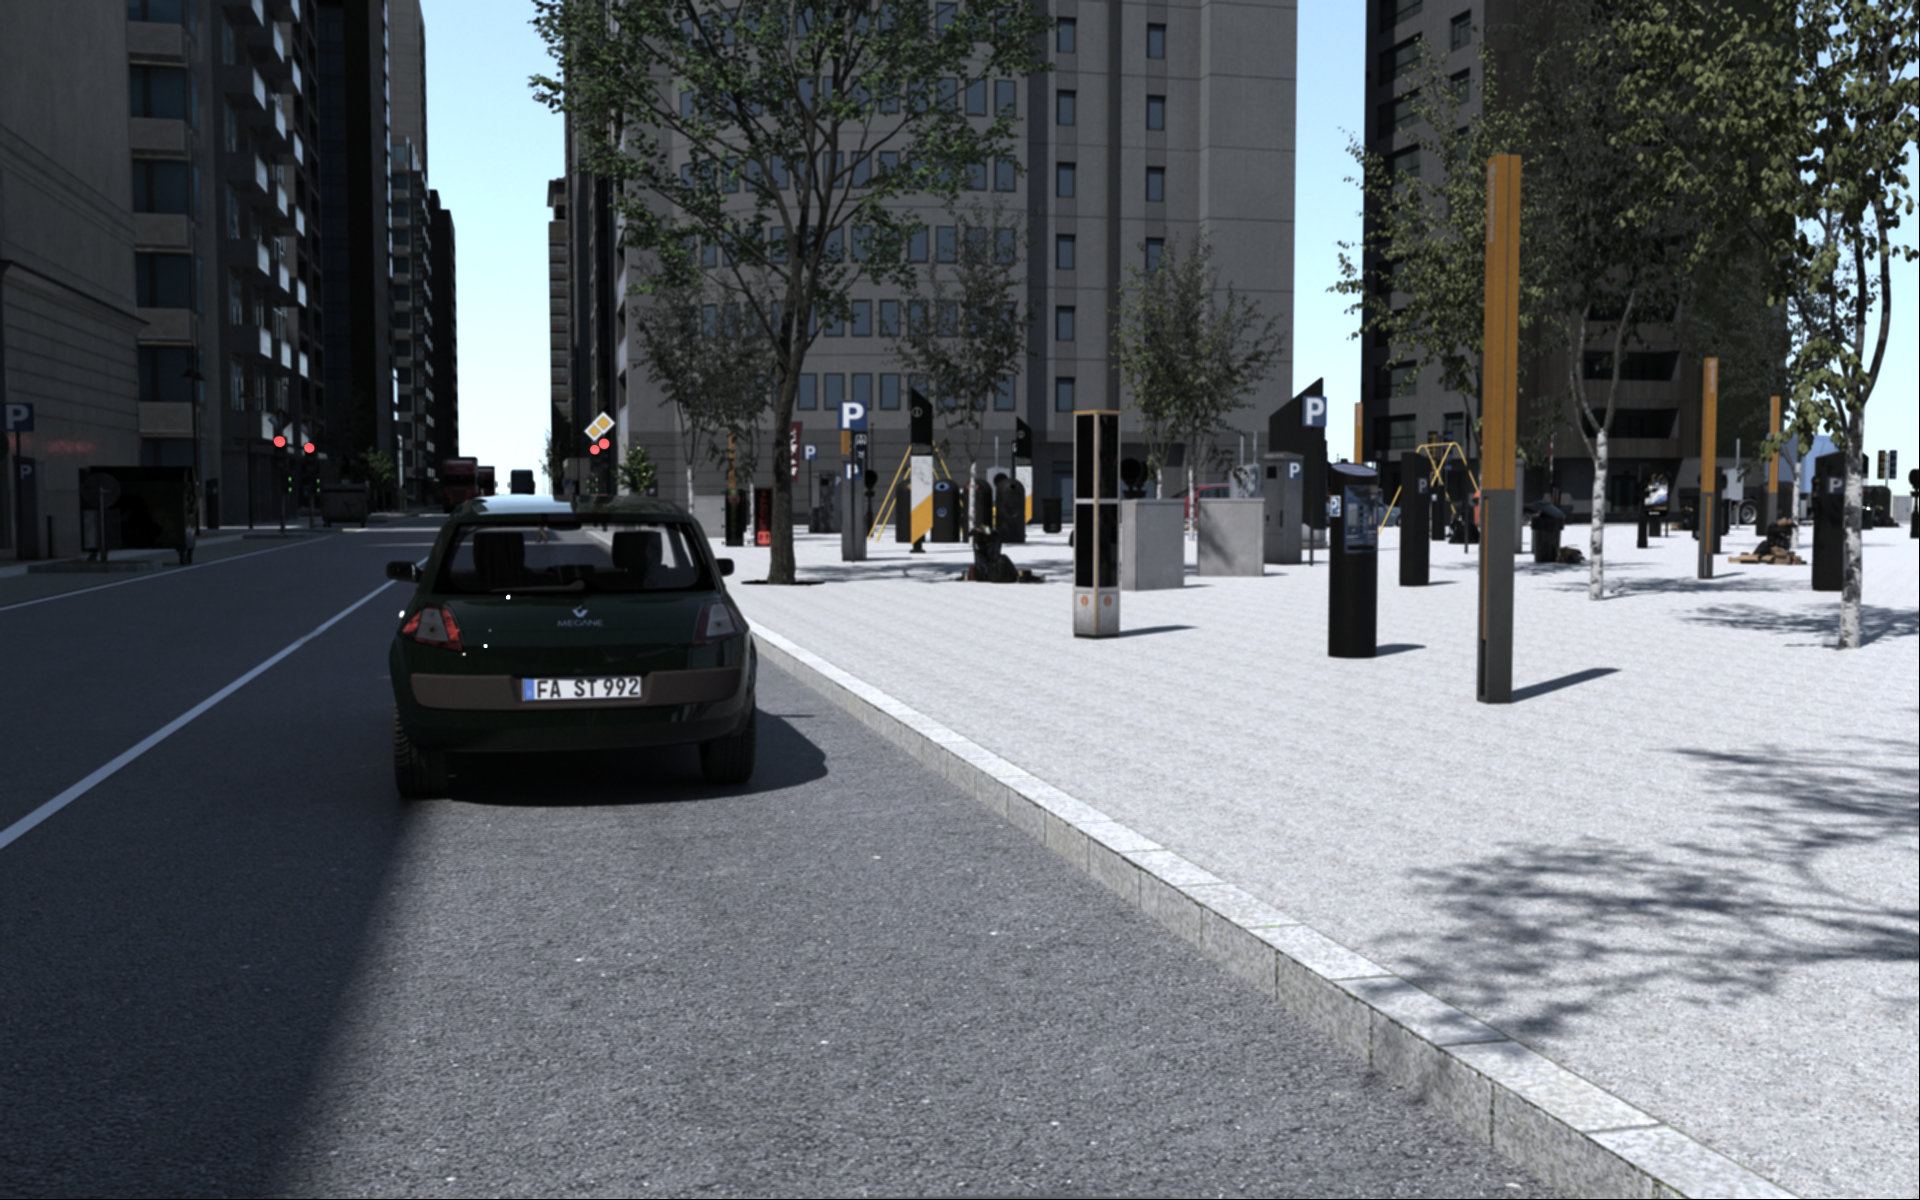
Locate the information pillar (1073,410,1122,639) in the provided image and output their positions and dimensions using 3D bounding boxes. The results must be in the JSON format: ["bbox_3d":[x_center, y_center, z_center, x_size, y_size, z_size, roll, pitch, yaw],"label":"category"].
[{"bbox_3d":[1.218,-0.668,15.412,0.304,2.012,0.304,-3,4,-39],"label":"information pillar"}]

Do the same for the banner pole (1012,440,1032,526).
[{"bbox_3d":[2.514,-4.930,70.627,0.863,3.779,0.401,1,4,10],"label":"banner pole"}]

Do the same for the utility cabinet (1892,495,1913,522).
[{"bbox_3d":[44.126,-4.277,81.088,1.020,1.237,0.306,-2,4,-24],"label":"utility cabinet"}]

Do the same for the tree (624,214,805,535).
[{"bbox_3d":[-7.006,-5.834,45.755,4.360,8.622,3.978,0,3,0],"label":"tree"}]

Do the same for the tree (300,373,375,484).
[{"bbox_3d":[-37.401,-9.412,104.240,4.360,8.622,3.978,0,3,0],"label":"tree"}]

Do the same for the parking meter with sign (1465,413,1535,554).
[{"bbox_3d":[11.725,-2.497,37.085,1.738,3.016,0.543,1,4,19],"label":"parking meter with sign"}]

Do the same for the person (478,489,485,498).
[{"bbox_3d":[-34.077,-7.015,123.363,0.590,1.801,0.661,-1,4,-18],"label":"person"}]

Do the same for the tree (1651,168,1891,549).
[{"bbox_3d":[19.331,-5.502,40.319,4.360,8.622,3.978,0,3,0],"label":"tree"}]

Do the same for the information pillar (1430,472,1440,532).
[{"bbox_3d":[15.912,-3.282,58.153,0.304,2.012,0.304,0,4,5],"label":"information pillar"}]

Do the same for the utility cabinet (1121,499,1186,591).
[{"bbox_3d":[2.591,-0.741,23.273,1.020,1.237,0.306,-3,5,-44],"label":"utility cabinet"}]

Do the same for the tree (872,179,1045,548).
[{"bbox_3d":[0.197,-5.540,40.939,4.360,8.622,3.978,0,3,0],"label":"tree"}]

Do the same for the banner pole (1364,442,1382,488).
[{"bbox_3d":[19.937,-5.686,82.989,0.863,3.779,0.401,-3,4,-36],"label":"banner pole"}]

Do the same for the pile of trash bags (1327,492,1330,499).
[{"bbox_3d":[32.160,-8.855,154.539,3.447,1.369,1.912,1,4,15],"label":"pile of trash bags"}]

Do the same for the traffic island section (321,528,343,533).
[{"bbox_3d":[-24.054,-2.567,64.244,2.009,0.180,2.903,-1,4,-14],"label":"traffic island section"}]

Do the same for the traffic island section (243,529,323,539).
[{"bbox_3d":[-22.106,-2.093,56.499,2.009,0.180,2.903,-1,4,-14],"label":"traffic island section"}]

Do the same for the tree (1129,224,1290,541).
[{"bbox_3d":[6.480,-5.917,47.111,4.360,8.622,3.978,0,3,0],"label":"tree"}]

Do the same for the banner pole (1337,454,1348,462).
[{"bbox_3d":[23.680,-7.191,107.588,0.863,3.779,0.401,0,4,-1],"label":"banner pole"}]

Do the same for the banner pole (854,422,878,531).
[{"bbox_3d":[-3.295,-4.313,60.538,0.863,3.779,0.401,0,4,2],"label":"banner pole"}]

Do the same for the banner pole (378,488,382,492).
[{"bbox_3d":[-43.385,-8.532,129.514,0.863,3.779,0.401,2,4,33],"label":"banner pole"}]

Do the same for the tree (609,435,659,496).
[{"bbox_3d":[-10.762,-3.836,57.327,1.663,3.219,1.824,0,3,0],"label":"tree"}]

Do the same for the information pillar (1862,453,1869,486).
[{"bbox_3d":[47.416,-6.094,90.990,0.504,3.616,0.183,1,4,18],"label":"information pillar"}]

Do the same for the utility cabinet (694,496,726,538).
[{"bbox_3d":[-7.377,-2.416,50.661,1.020,1.237,0.306,-1,4,-16],"label":"utility cabinet"}]

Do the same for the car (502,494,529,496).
[{"bbox_3d":[-19.778,-4.000,77.202,2.131,1.459,4.920,-1,4,-15],"label":"car"}]

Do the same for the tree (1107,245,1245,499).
[{"bbox_3d":[6.233,-6.236,52.321,4.737,8.622,4.395,0,3,0],"label":"tree"}]

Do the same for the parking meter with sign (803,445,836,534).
[{"bbox_3d":[-4.215,-3.685,56.509,1.738,3.016,0.543,3,4,37],"label":"parking meter with sign"}]

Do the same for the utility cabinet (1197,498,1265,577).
[{"bbox_3d":[4.216,-0.969,27.000,1.020,1.237,0.306,0,4,4],"label":"utility cabinet"}]

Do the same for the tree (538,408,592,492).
[{"bbox_3d":[-33.391,-12.068,147.679,4.737,8.622,4.395,0,3,0],"label":"tree"}]

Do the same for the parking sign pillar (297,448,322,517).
[{"bbox_3d":[-37.018,-6.722,98.379,1.447,3.967,1.447,1,4,21],"label":"parking sign pillar"}]

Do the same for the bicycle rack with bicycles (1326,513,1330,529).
[{"bbox_3d":[12.081,-2.973,61.992,2.925,0.926,2.852,-2,4,-24],"label":"bicycle rack with bicycles"}]

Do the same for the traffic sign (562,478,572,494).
[{"bbox_3d":[-25.147,-6.651,110.869,0.606,2.300,0.079,-1,4,-11],"label":"traffic sign"}]

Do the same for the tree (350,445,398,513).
[{"bbox_3d":[-39.338,-8.089,115.967,4.285,4.588,4.351,0,3,0],"label":"tree"}]

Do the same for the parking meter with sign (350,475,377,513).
[{"bbox_3d":[-41.005,-7.508,119.019,1.738,3.016,0.543,-1,4,-18],"label":"parking meter with sign"}]

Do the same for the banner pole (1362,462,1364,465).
[{"bbox_3d":[22.737,-6.561,97.297,0.401,3.779,0.863,3,5,41],"label":"banner pole"}]

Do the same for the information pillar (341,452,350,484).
[{"bbox_3d":[-34.387,-6.457,96.923,0.183,3.616,0.504,2,4,32],"label":"information pillar"}]

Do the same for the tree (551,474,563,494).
[{"bbox_3d":[-35.373,-9.757,154.126,1.663,3.219,1.824,0,3,0],"label":"tree"}]

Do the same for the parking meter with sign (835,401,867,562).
[{"bbox_3d":[-2.024,-2.264,33.275,0.543,3.016,1.738,0,4,-1],"label":"parking meter with sign"}]

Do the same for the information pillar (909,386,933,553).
[{"bbox_3d":[-0.843,-2.831,37.639,0.504,3.616,0.183,0,4,4],"label":"information pillar"}]

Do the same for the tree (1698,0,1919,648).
[{"bbox_3d":[7.204,-3.910,14.290,4.737,8.622,4.395,0,3,0],"label":"tree"}]

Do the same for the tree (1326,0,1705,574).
[{"bbox_3d":[8.131,-4.708,27.335,4.737,8.622,4.395,0,3,0],"label":"tree"}]

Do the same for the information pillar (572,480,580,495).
[{"bbox_3d":[-20.049,-5.257,90.442,0.304,2.012,0.304,-3,5,-42],"label":"information pillar"}]

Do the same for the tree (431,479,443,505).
[{"bbox_3d":[-65.783,-13.613,217.172,1.663,3.219,1.824,0,3,0],"label":"tree"}]

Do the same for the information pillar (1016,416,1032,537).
[{"bbox_3d":[1.907,-3.696,51.792,0.504,3.616,0.183,1,4,12],"label":"information pillar"}]

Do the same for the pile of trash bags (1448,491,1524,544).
[{"bbox_3d":[13.518,-2.132,44.616,1.912,1.369,3.447,1,4,19],"label":"pile of trash bags"}]

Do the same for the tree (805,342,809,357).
[{"bbox_3d":[-6.670,-6.309,53.512,4.360,8.622,3.978,0,3,0],"label":"tree"}]

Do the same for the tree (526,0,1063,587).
[{"bbox_3d":[-2.361,-6.026,24.274,9.928,11.665,9.643,0,3,0],"label":"tree"}]

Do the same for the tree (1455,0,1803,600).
[{"bbox_3d":[7.872,-4.311,20.845,4.360,8.622,3.978,0,3,0],"label":"tree"}]

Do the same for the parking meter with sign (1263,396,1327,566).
[{"bbox_3d":[5.909,-2.162,31.607,0.543,3.016,1.738,-2,4,-27],"label":"parking meter with sign"}]

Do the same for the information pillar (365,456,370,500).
[{"bbox_3d":[-36.863,-7.117,107.712,0.183,3.616,0.504,-3,5,-40],"label":"information pillar"}]

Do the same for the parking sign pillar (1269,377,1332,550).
[{"bbox_3d":[7.898,-3.183,40.517,1.447,3.967,1.447,2,4,35],"label":"parking sign pillar"}]

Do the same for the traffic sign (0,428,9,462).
[{"bbox_3d":[-17.493,-1.899,31.148,0.768,2.556,0.104,-1,4,-8],"label":"traffic sign"}]

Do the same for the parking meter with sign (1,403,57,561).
[{"bbox_3d":[-18.164,-2.302,33.896,0.543,3.016,1.738,-1,4,-13],"label":"parking meter with sign"}]
